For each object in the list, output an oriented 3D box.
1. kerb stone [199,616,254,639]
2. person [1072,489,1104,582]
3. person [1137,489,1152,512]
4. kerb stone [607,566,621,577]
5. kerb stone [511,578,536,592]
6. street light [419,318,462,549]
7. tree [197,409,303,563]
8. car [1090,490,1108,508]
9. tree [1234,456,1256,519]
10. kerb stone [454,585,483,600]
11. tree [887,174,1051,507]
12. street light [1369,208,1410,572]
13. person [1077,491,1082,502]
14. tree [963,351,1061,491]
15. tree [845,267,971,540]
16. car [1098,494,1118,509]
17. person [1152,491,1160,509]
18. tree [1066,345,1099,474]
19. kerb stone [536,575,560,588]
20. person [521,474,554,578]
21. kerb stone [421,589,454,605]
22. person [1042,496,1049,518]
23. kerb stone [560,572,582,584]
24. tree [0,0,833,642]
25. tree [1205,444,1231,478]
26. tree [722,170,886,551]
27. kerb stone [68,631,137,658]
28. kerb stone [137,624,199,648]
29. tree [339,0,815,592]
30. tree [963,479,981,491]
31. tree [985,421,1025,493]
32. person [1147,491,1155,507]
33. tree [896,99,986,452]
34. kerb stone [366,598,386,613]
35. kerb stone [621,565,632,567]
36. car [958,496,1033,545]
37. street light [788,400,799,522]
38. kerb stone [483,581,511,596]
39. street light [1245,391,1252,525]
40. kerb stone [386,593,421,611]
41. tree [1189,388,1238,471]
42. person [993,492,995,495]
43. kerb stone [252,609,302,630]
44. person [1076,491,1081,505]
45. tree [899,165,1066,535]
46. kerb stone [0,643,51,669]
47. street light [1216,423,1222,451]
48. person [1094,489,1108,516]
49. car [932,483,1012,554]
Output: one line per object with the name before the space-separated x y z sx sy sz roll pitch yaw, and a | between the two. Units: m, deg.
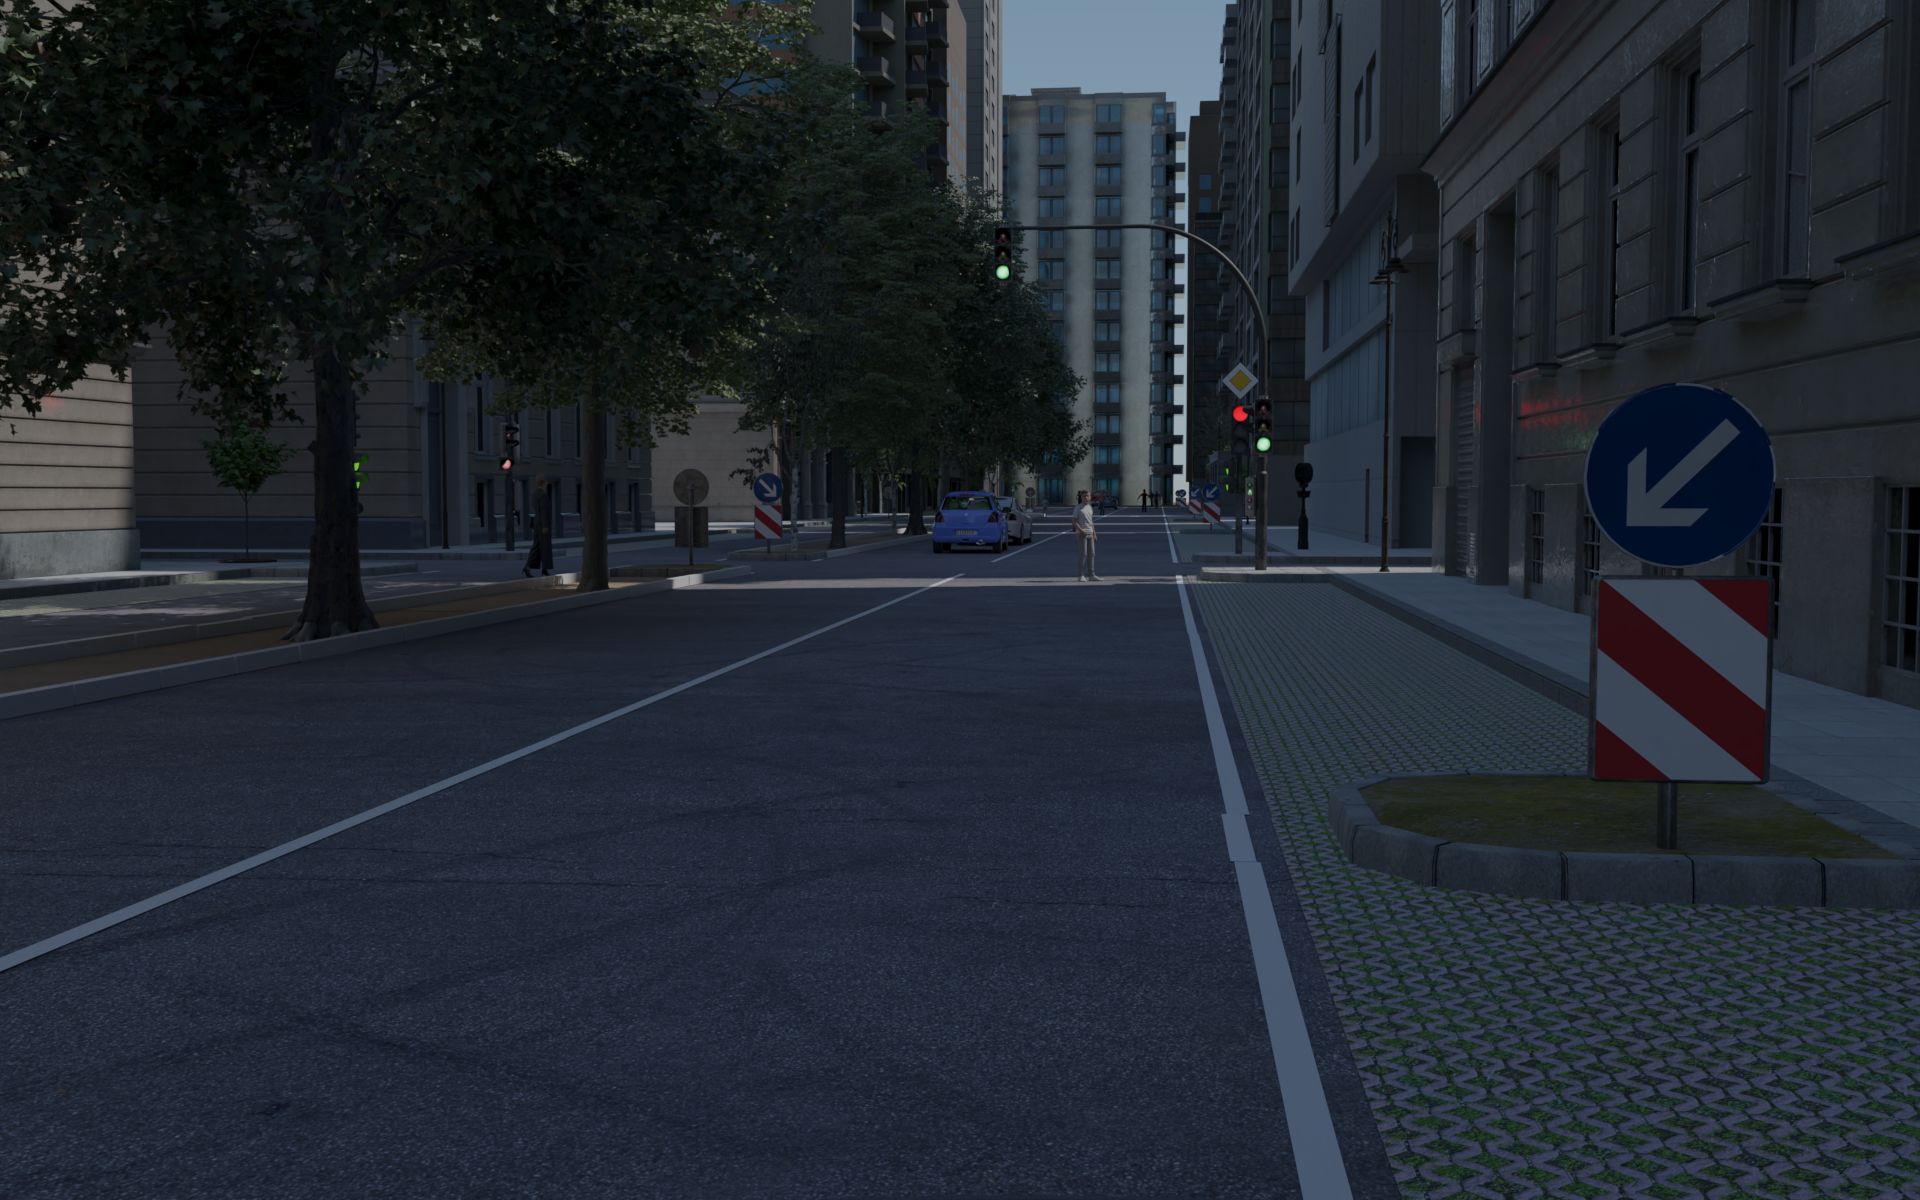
kerb stone | -7.479 0.299 17.510 0.120 0.150 1.000 0 4 7
person | 2.068 -1.054 28.322 0.523 1.515 0.503 1 4 16
person | 14.538 -7.828 136.447 1.348 1.831 0.705 2 4 29
kerb stone | -6.078 -0.460 29.711 0.120 0.150 1.000 0 4 7
kerb stone | -6.547 -0.211 25.644 0.120 0.150 1.000 0 4 7
street light | -12.018 -4.130 40.307 0.468 5.910 1.993 0 4 7
tree | -13.525 -2.320 32.529 1.663 3.219 1.824 0 3 0
car | 14.594 -10.471 179.878 2.281 1.827 5.304 0 4 5
tree | 14.526 -5.772 88.981 1.663 3.219 1.824 0 3 0
kerb stone | -6.788 -0.087 23.611 0.120 0.150 1.000 0 4 7
tree | -0.699 -9.837 69.952 9.857 13.997 8.962 0 3 0
street light | 6.998 -3.400 28.376 0.468 5.910 1.993 0 4 7
person | 10.903 -9.075 157.611 0.721 1.736 1.217 1 4 21
tree | 0.506 -8.723 79.495 8.767 10.594 7.601 0 4 7
tree | -1.986 -6.080 52.231 4.737 8.622 4.395 0 3 0
car | 13.915 -9.233 162.969 2.014 1.417 4.499 0 4 7
person | 19.369 -9.911 171.264 0.721 1.735 1.217 3 5 45
tree | 2.586 -10.618 93.068 9.611 12.733 9.660 0 3 0
kerb stone | -6.429 -0.272 26.659 0.120 0.150 1.000 0 4 7
person | -7.207 -1.273 29.728 0.576 1.772 0.534 2 4 31
kerb stone | -6.896 -0.024 22.594 0.120 0.150 1.000 0 4 7
person | 5.119 -5.604 104.410 0.425 1.301 0.394 -1 4 -17
kerb stone | -6.311 -0.335 27.675 0.120 0.150 1.000 0 4 7
tree | -6.132 -5.954 16.821 9.611 12.733 9.660 0 3 0
tree | 17.788 -7.975 114.101 4.285 4.588 4.351 0 3 0
tree | -3.765 -5.298 39.448 4.360 8.622 3.978 0 3 0
kerb stone | -7.721 0.412 15.467 0.120 0.150 1.000 0 4 7
kerb stone | -7.602 0.349 16.489 0.120 0.150 1.000 0 4 7
tree | -5.409 -6.413 25.432 7.486 12.596 7.792 0 3 0
tree | 1.322 -10.219 161.676 1.663 3.219 1.824 0 3 0
tree | 1.602 -8.129 85.727 4.737 8.622 4.395 0 3 0
person | 21.152 -11.188 191.440 0.705 1.821 1.348 -2 4 -29
tree | -3.245 -7.629 45.320 7.486 12.596 7.792 0 3 0
kerb stone | -7.131 0.100 20.564 0.120 0.150 1.000 0 4 7
kerb stone | -5.965 -0.520 30.727 0.120 0.150 1.000 0 4 7
car | 1.013 -2.287 49.750 2.083 1.381 4.827 0 4 7
street light | -7.627 -6.464 78.467 0.468 5.910 1.993 0 4 7
kerb stone | -6.661 -0.149 24.625 0.120 0.150 1.000 0 4 7
street light | 12.090 -6.106 72.624 0.468 5.910 1.993 0 4 7
kerb stone | -7.014 0.038 21.579 0.120 0.150 1.000 0 4 7
tree | 17.980 -10.307 118.877 4.360 8.622 3.978 0 3 0
person | 2.776 -8.873 153.446 0.709 1.838 0.599 -2 4 -23
kerb stone | -7.365 0.225 18.524 0.120 0.150 1.000 0 4 7
person | 10.449 -8.653 150.662 0.721 1.739 1.217 -2 4 -32
tree | -1.521 -8.608 60.205 9.611 12.733 9.660 0 3 0
kerb stone | -7.832 0.476 14.451 0.120 0.150 1.000 0 4 7
street light | 16.520 -8.425 110.532 0.468 5.910 1.993 0 4 7
person | 9.443 -6.513 115.702 0.721 1.743 1.217 -3 5 -42
car | 0.290 -2.046 43.042 1.945 1.707 3.694 0 4 5
